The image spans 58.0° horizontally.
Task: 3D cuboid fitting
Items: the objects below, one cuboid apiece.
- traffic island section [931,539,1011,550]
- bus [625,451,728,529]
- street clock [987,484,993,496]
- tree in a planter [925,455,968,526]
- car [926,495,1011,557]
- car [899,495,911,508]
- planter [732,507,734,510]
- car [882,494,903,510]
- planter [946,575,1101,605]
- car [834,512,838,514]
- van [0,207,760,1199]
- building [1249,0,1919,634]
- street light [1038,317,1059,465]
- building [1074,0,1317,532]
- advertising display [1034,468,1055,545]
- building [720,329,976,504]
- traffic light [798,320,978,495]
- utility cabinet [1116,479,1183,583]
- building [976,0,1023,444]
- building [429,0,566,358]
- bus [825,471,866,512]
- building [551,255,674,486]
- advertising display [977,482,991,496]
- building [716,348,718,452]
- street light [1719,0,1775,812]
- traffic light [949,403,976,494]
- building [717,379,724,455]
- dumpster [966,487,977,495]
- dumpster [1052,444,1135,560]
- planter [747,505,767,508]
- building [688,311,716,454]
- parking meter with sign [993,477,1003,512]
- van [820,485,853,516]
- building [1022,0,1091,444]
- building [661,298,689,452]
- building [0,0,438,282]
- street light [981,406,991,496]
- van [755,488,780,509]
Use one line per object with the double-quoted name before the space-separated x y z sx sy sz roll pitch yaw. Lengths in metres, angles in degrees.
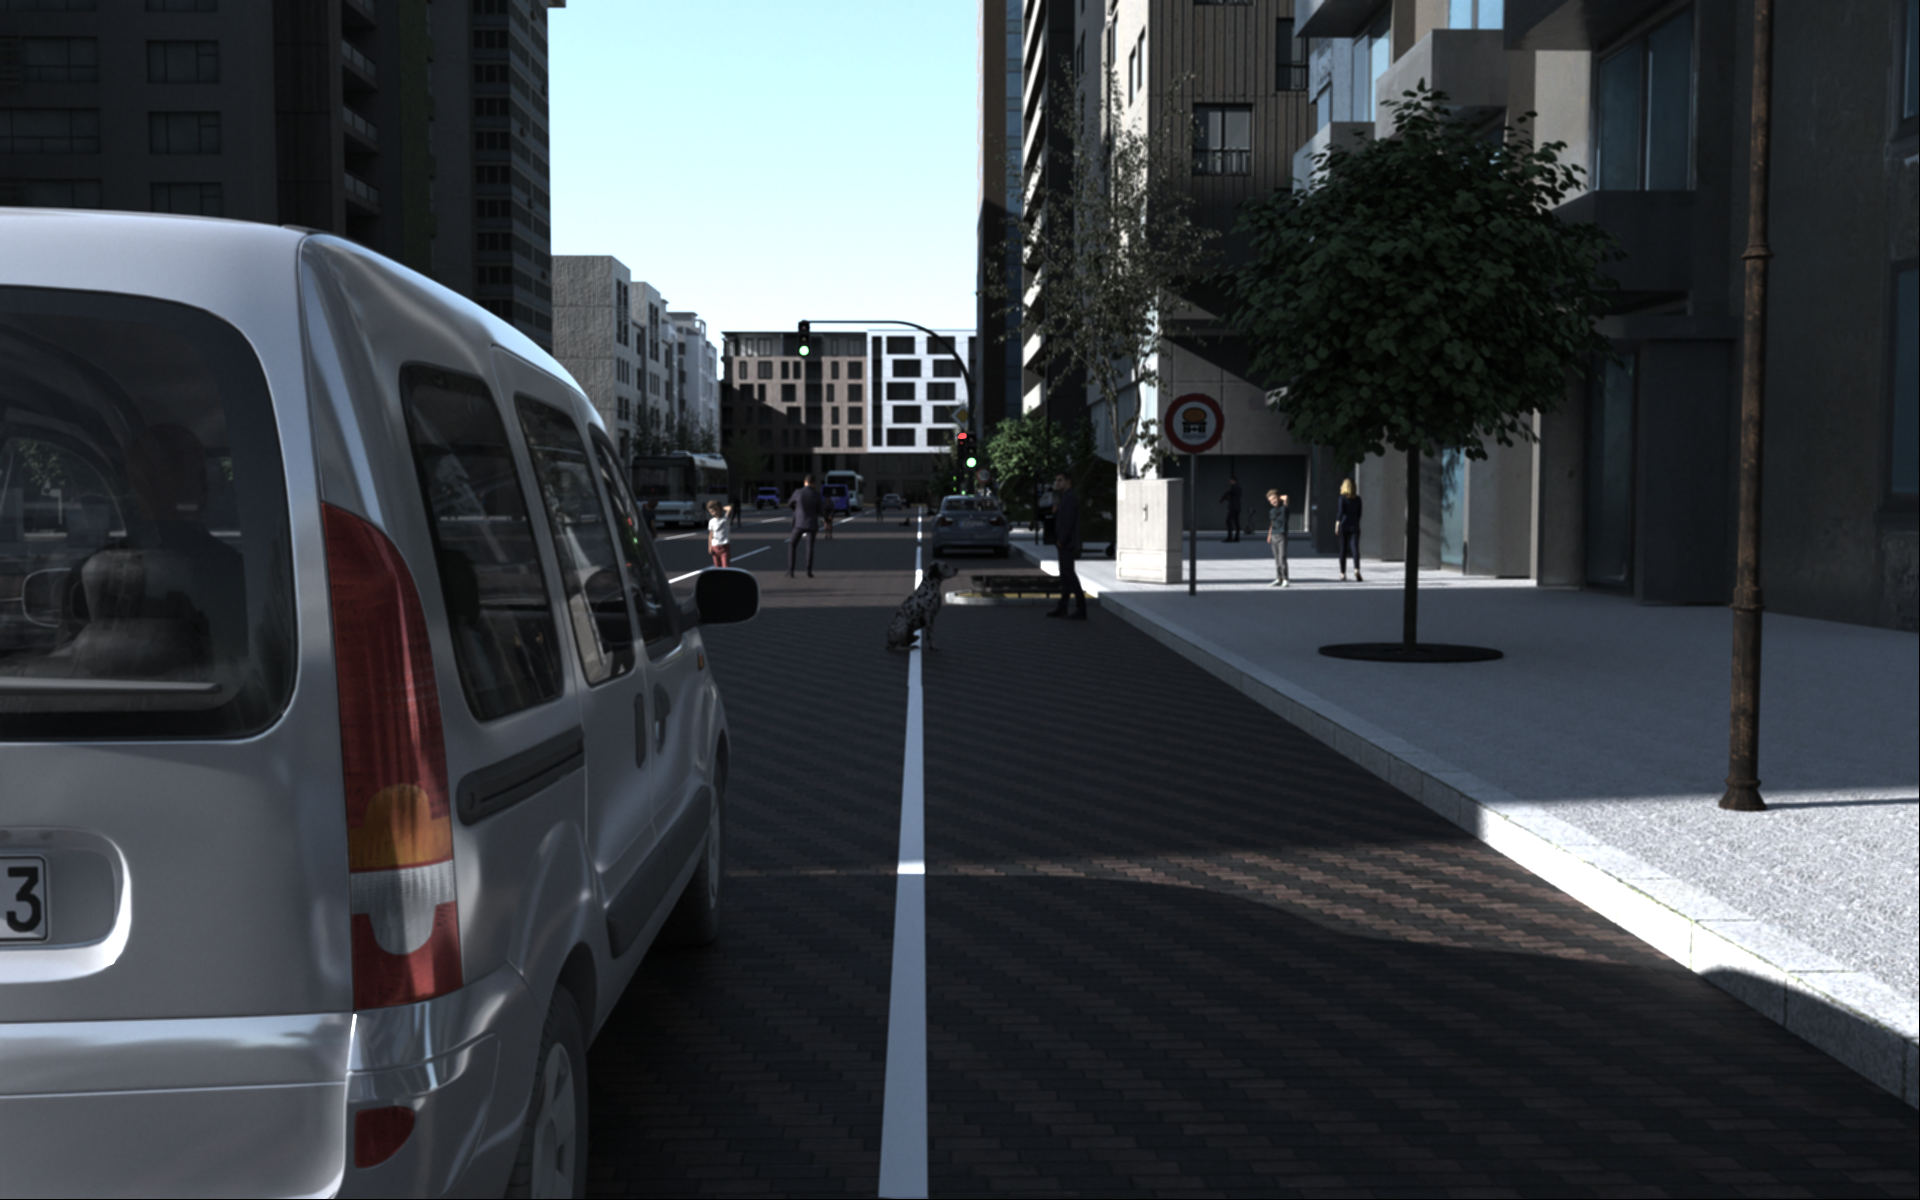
"traffic island section" 0.299 -1.430 45.663 2.009 0.180 2.903 0 4 -1
"bus" -12.000 -4.886 74.739 2.948 3.499 13.247 0 4 -2
"street clock" 1.621 -5.122 88.320 0.471 2.002 0.358 1 4 14
"tree in a planter" -0.462 -4.989 78.785 1.991 3.239 1.994 0 4 -1
"car" 0.215 -1.742 40.479 2.014 1.417 4.499 0 4 -1
"car" -6.124 -10.444 183.345 1.945 1.354 3.894 0 4 -2
"planter" -20.705 -8.200 155.215 1.991 0.319 1.994 0 4 -1
"car" -6.139 -8.796 155.810 2.014 1.417 4.499 0 4 -2
"planter" 0.805 -0.131 23.285 1.991 0.319 1.994 0 4 -1
"car" -9.918 -7.193 127.202 1.945 1.707 3.694 0 4 0
"van" -1.538 0.172 4.207 2.013 2.044 4.112 0 4 -2
"building" 18.073 -24.897 26.671 23.786 49.044 30.456 0 4 -1
"street light" 2.314 -4.431 45.231 0.468 5.910 1.993 0 4 -1
"building" 18.670 -29.317 68.572 27.495 52.752 28.713 0 4 -1
"advertising display" 2.273 -2.355 43.721 0.974 1.923 0.123 -3 4 -36
"building" -14.010 -23.509 228.351 32.646 21.610 27.936 0 4 -1
"traffic light" -1.831 -4.324 45.360 4.771 5.953 1.251 0 4 -1
"utility cabinet" 2.729 -1.002 25.056 0.318 1.500 1.173 -2 4 -32
"building" 8.278 -28.815 121.237 14.600 45.320 14.200 0 4 -1
"building" -39.441 -25.541 109.471 32.217 40.220 23.993 0 4 -1
"bus" -9.534 -9.136 144.228 2.948 3.499 13.247 0 4 -1
"building" -34.402 -16.968 143.878 16.747 18.905 31.486 0 4 -1
"advertising display" 1.422 -5.442 94.183 0.974 1.923 0.123 1 4 10
"building" -33.145 -20.582 192.933 11.380 20.091 16.016 0 4 -1
"street light" 3.200 -2.087 6.904 0.468 5.910 1.993 0 4 -1
"traffic light" 0.076 -3.952 53.532 0.839 4.253 0.868 0 4 -1
"building" -45.971 -21.838 223.505 31.486 18.905 16.747 0 4 -1
"dumpster" 1.016 -5.957 103.162 1.264 1.857 1.865 0 4 -1
"dumpster" 2.659 -1.961 34.563 1.502 2.255 1.985 0 4 -1
"planter" -21.326 -9.848 182.151 1.991 0.319 1.994 0 4 -1
"building" -33.978 -19.615 177.125 16.016 20.091 11.380 0 4 -1
"parking meter with sign" 1.722 -4.956 77.296 0.543 3.016 1.738 0 4 -3
"van" -8.170 -6.666 113.381 2.240 2.365 5.245 0 4 -3
"building" 14.702 -28.852 95.426 21.300 48.544 21.600 0 4 -1
"building" -35.039 -18.887 165.224 16.016 20.091 11.380 0 4 -1
"building" -29.855 -23.557 68.750 14.154 41.232 14.086 0 4 -1
"street light" 1.343 -7.162 89.890 0.468 5.910 1.993 0 4 -1
"van" -18.357 -9.867 165.702 2.240 2.365 5.245 0 4 -2
